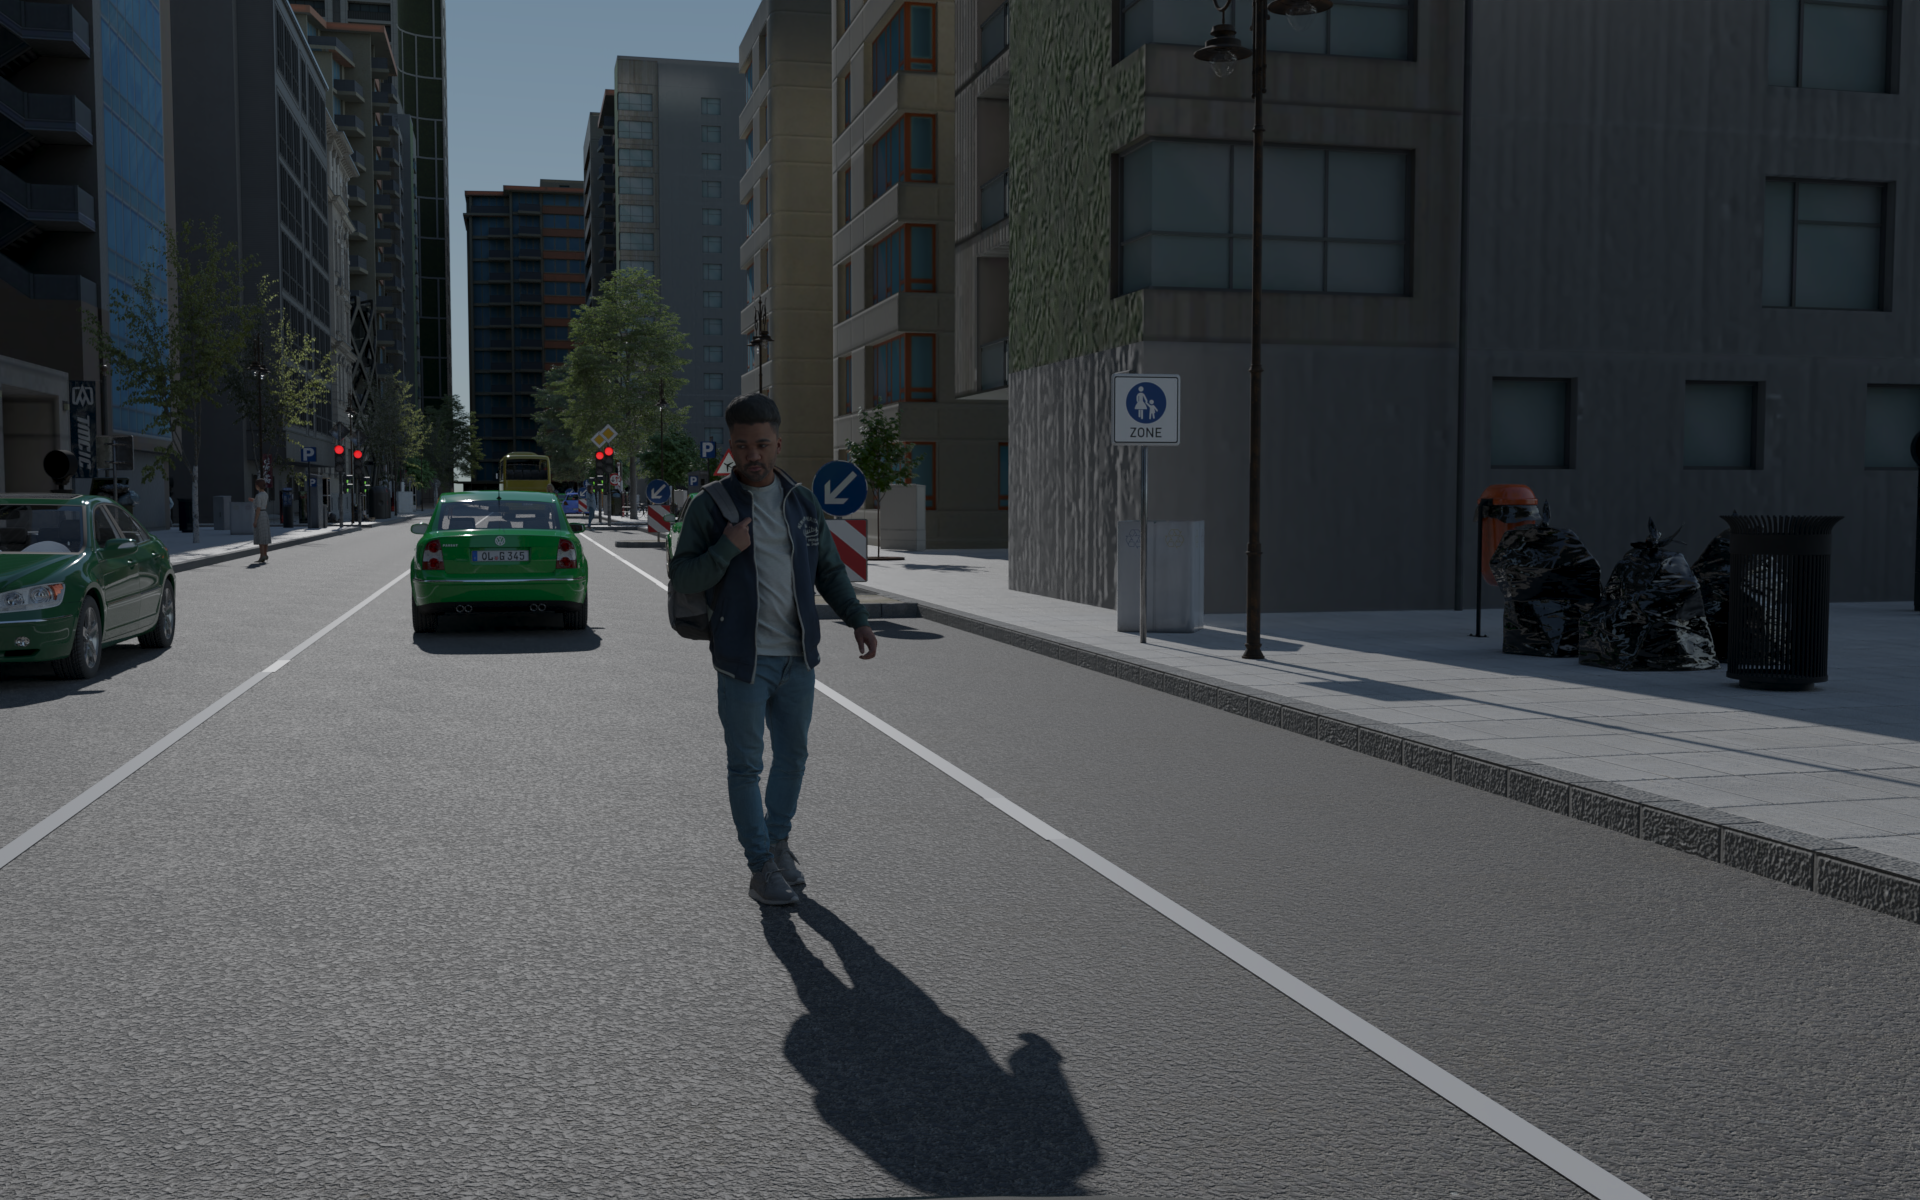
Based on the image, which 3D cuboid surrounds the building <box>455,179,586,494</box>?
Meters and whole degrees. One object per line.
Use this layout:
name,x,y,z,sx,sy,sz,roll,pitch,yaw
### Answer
building,-56.175,-36.036,243.813,28.867,44.769,22.147,-1,4,-14

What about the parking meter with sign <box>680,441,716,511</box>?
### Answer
parking meter with sign,-8.589,-3.693,56.635,0.543,3.016,1.738,1,4,18

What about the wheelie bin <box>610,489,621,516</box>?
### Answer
wheelie bin,-20.262,-5.755,102.001,0.693,1.594,0.980,-3,5,-41

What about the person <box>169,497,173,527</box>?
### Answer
person,-31.036,-3.509,67.686,0.589,1.601,0.330,1,4,18

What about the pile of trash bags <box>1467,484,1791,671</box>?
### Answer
pile of trash bags,5.221,-0.275,14.241,1.912,1.369,3.447,-1,4,-13

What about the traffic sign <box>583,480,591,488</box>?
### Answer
traffic sign,-31.815,-9.049,148.061,0.768,2.556,0.104,-1,4,-10

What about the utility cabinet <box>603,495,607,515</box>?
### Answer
utility cabinet,-20.843,-5.668,103.838,1.020,1.237,0.306,0,4,7

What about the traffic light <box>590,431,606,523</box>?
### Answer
traffic light,-16.030,-5.385,76.971,0.839,4.253,0.868,-1,4,-14

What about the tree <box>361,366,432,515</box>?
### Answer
tree,-32.562,-9.016,97.778,4.360,8.622,3.978,0,3,0

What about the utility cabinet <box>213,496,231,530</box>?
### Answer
utility cabinet,-26.389,-3.106,61.944,0.306,1.237,1.020,-3,5,-42

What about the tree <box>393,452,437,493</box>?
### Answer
tree,-42.983,-9.357,136.702,4.285,4.588,4.351,0,3,0

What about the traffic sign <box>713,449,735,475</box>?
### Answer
traffic sign,-6.600,-3.027,49.495,0.884,2.594,0.081,-1,4,-10

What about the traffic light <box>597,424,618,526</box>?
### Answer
traffic light,-14.058,-4.912,69.233,0.839,4.253,0.868,-1,4,-14

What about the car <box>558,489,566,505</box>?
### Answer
car,-31.564,-7.851,137.165,1.959,1.807,4.718,-1,4,-14

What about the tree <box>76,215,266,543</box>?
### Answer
tree,-20.253,-5.798,45.160,4.737,8.622,4.395,0,3,0

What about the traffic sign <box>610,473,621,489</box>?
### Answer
traffic sign,-20.910,-6.415,104.994,0.768,2.556,0.104,0,4,-7

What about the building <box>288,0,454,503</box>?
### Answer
building,-80.677,-48.823,236.500,20.611,71.187,20.563,-1,4,-14

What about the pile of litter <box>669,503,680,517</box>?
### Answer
pile of litter,-15.904,-5.033,96.260,1.719,0.858,1.176,1,4,9

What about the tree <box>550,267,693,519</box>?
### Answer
tree,-16.810,-10.326,86.962,7.486,12.596,7.792,0,3,0

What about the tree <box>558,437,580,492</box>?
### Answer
tree,-41.442,-14.354,185.041,4.360,8.622,3.978,0,3,0

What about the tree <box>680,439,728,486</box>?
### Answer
tree,-8.580,-4.007,60.117,1.663,3.219,1.824,0,3,0

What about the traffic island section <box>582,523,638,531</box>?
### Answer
traffic island section,-14.017,-2.879,69.357,2.009,0.180,2.903,-1,4,-14

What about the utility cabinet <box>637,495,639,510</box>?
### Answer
utility cabinet,-25.703,-7.681,136.747,0.306,1.237,1.020,-3,5,-41

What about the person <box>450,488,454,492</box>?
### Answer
person,-28.858,-5.470,98.281,0.374,1.781,0.599,2,4,35

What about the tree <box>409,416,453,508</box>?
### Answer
tree,-49.241,-12.933,161.814,4.737,8.622,4.395,0,3,0

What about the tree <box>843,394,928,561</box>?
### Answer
tree,-1.455,-2.392,33.713,1.663,3.219,1.824,0,3,0

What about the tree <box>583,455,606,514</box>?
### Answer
tree,-22.705,-7.841,111.920,4.285,4.588,4.351,0,3,0

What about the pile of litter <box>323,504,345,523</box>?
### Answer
pile of litter,-28.412,-3.877,77.348,1.719,0.858,1.176,0,4,-1

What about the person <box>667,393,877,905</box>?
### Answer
person,-0.703,0.166,6.140,0.623,1.781,0.721,-3,5,-43

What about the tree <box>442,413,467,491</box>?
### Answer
tree,-46.523,-12.487,154.530,4.360,8.622,3.978,0,3,0

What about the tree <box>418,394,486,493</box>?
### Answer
tree,-57.581,-16.981,195.762,7.486,12.596,7.792,0,3,0

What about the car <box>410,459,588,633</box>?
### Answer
car,-5.164,-0.650,19.419,1.959,1.807,4.718,-1,4,-15

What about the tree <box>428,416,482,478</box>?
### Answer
tree,-60.683,-16.677,207.082,7.601,10.594,8.767,0,4,-5

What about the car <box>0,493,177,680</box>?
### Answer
car,-7.962,-0.175,14.656,2.131,1.459,4.920,-1,4,-13

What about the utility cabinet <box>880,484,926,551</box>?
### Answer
utility cabinet,-1.287,-1.864,39.160,1.173,1.500,0.318,3,5,44

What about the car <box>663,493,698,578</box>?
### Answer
car,-3.813,-1.191,28.268,1.959,1.807,4.718,-1,4,-13

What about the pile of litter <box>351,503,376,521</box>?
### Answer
pile of litter,-28.387,-4.184,82.366,1.176,0.858,1.719,-1,4,-16

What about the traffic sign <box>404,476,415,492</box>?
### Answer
traffic sign,-39.161,-7.532,123.259,0.768,2.556,0.104,0,4,-6

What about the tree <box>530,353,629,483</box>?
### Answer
tree,-33.192,-15.093,153.429,9.857,13.997,8.962,0,3,0

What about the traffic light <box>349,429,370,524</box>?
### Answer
traffic light,-25.825,-5.232,74.469,0.839,4.253,0.868,-1,4,-14

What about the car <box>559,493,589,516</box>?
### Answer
car,-23.503,-5.891,105.905,1.945,1.707,3.694,-1,4,-15

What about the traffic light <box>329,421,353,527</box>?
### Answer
traffic light,-23.854,-4.759,66.730,0.839,4.253,0.868,-1,4,-14

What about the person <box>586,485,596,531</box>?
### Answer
person,-14.317,-3.567,67.091,0.793,1.790,0.793,-2,4,-32

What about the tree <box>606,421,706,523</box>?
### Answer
tree,-13.022,-5.788,78.348,4.285,4.588,4.351,0,3,0

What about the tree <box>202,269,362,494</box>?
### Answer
tree,-23.072,-6.546,57.383,4.360,8.622,3.978,0,3,0

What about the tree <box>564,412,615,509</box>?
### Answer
tree,-35.987,-13.076,164.152,4.737,8.622,4.395,0,3,0

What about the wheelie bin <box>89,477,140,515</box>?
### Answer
wheelie bin,-15.914,-1.508,32.571,0.980,1.594,0.693,-3,5,-43

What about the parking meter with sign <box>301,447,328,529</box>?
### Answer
parking meter with sign,-24.140,-4.196,64.865,0.543,3.016,1.738,0,4,-6

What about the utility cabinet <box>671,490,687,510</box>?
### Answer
utility cabinet,-16.520,-5.706,101.978,1.173,1.500,0.318,3,5,44

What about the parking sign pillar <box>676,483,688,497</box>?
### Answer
parking sign pillar,-19.550,-8.171,122.066,1.447,3.967,1.447,1,4,23

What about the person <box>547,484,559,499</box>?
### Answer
person,-14.598,-3.254,61.882,0.537,1.800,0.526,0,4,6

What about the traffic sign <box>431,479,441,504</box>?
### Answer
traffic sign,-44.675,-9.025,147.670,0.768,2.556,0.104,-1,4,-13

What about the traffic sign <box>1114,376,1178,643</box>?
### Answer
traffic sign,1.577,-0.778,14.842,0.606,2.300,0.079,-1,4,-12

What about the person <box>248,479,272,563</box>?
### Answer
person,-14.738,-1.668,36.338,0.524,1.755,0.480,0,4,1

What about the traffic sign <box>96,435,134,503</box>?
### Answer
traffic sign,-14.727,-1.718,30.213,0.606,2.300,0.079,0,4,-8

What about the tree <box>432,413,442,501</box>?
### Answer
tree,-34.629,-9.535,106.264,4.360,8.622,3.978,0,3,0
